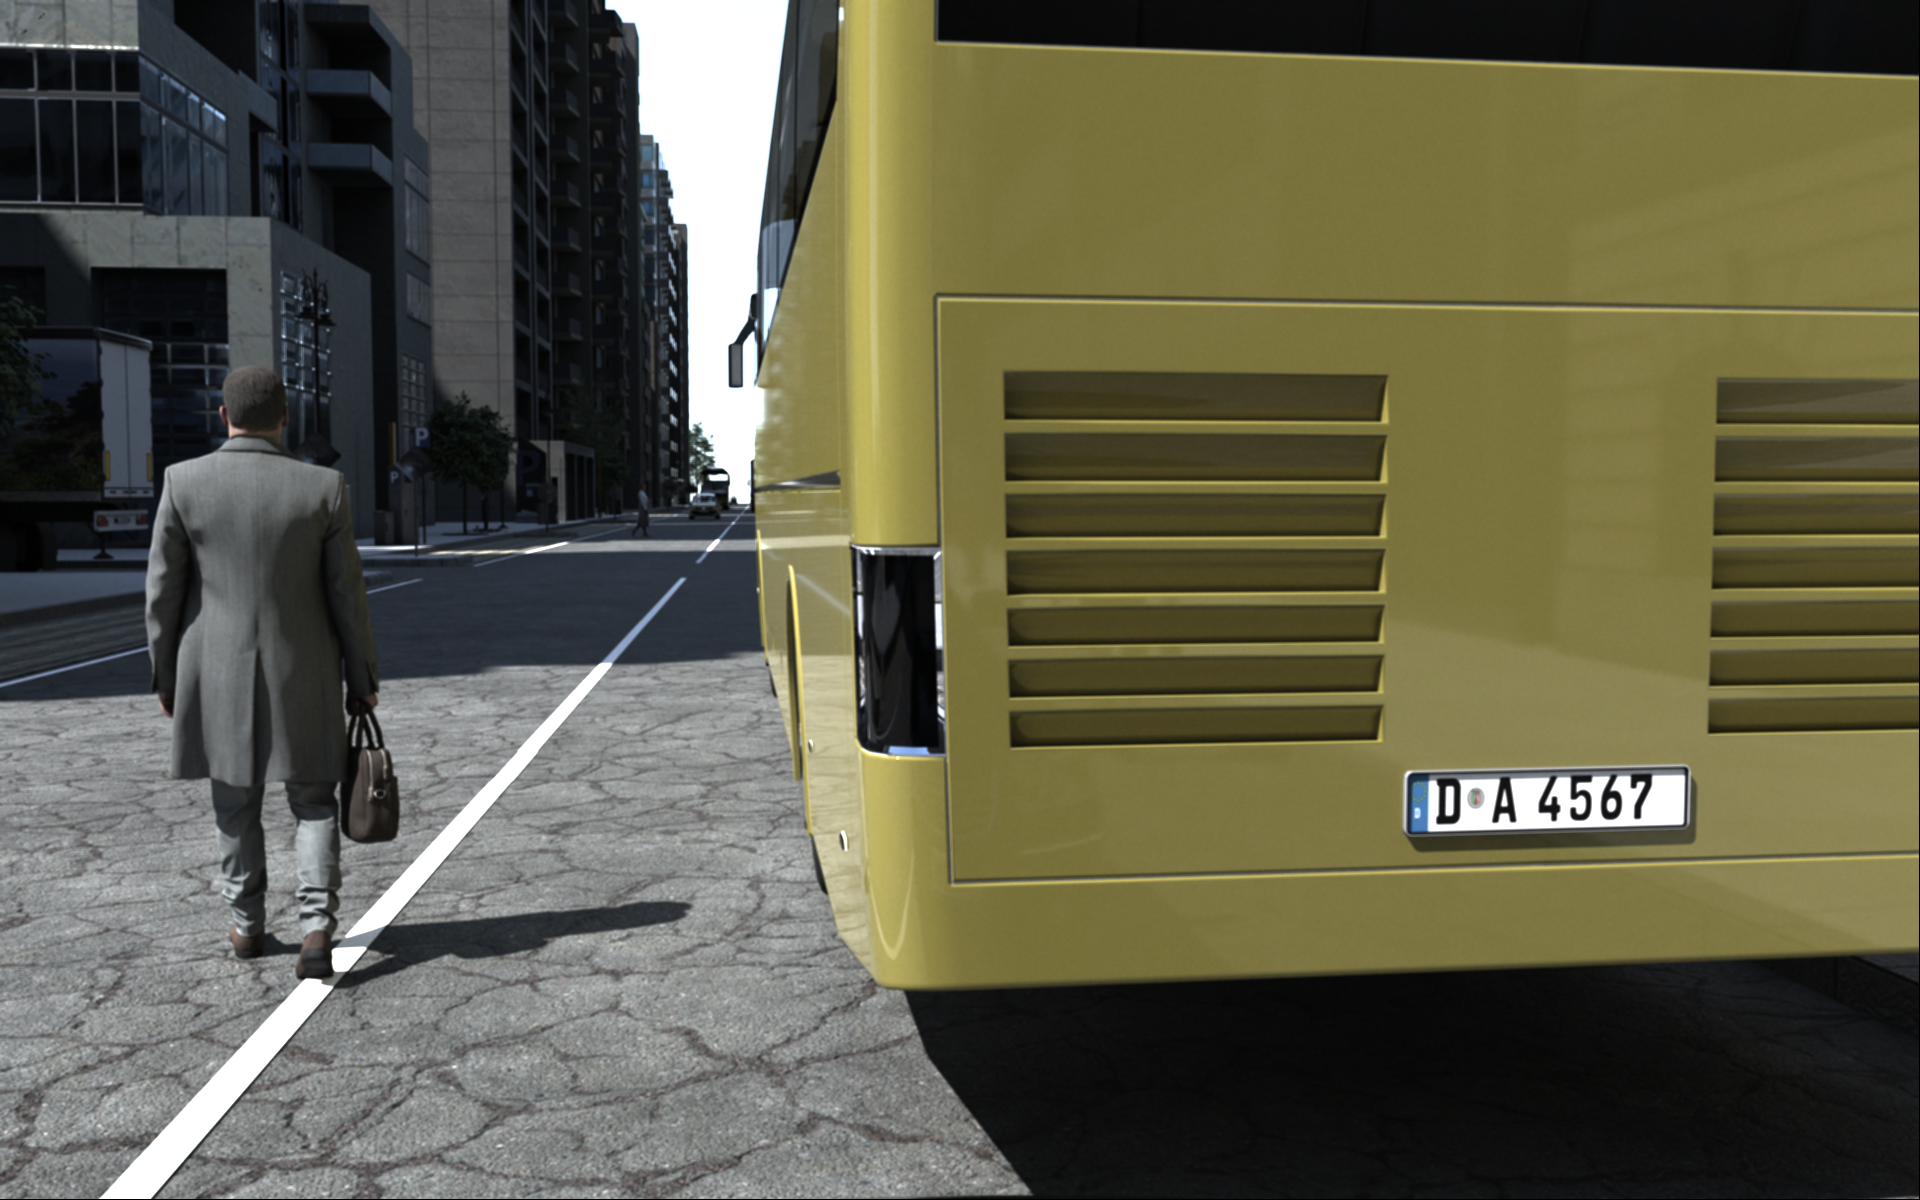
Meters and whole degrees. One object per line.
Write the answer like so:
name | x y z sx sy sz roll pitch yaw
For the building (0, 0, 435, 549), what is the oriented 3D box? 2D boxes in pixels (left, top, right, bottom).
building | -28.891 -45.228 52.142 22.319 86.520 31.000 0 4 -7

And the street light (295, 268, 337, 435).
street light | -13.172 -3.839 35.551 0.468 5.910 1.993 0 4 -7

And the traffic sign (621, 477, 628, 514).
traffic sign | -21.507 -6.727 110.092 0.768 2.556 0.104 0 4 -1

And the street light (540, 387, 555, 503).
street light | -17.780 -6.243 74.865 0.468 5.910 1.993 0 4 -7

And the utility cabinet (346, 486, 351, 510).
utility cabinet | -14.513 -1.919 40.051 0.318 1.500 1.173 1 4 10

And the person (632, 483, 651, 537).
person | -10.647 -2.999 57.756 0.641 1.798 0.478 0 4 7

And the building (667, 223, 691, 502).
building | -46.957 -34.851 253.405 14.154 41.232 14.086 0 4 -7

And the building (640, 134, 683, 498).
building | -49.426 -37.364 230.504 23.786 49.044 30.456 0 4 -7

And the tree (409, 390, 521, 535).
tree | -15.522 -4.320 54.342 4.285 4.588 4.351 0 3 0

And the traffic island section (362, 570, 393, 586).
traffic island section | -10.234 -0.321 27.537 2.009 0.180 2.903 0 4 -7

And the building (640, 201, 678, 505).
building | -49.814 -31.279 203.296 32.217 40.220 23.993 0 4 -7

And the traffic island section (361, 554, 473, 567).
traffic island section | -11.152 -0.807 35.469 2.009 0.180 2.903 0 4 -7

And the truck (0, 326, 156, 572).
truck | -20.079 -2.496 29.726 11.283 4.237 2.839 0 4 -5

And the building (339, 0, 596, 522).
building | -29.474 -39.649 86.509 20.563 71.187 20.611 0 4 -7

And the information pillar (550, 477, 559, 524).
information pillar | -17.208 -4.221 73.507 0.304 2.012 0.304 -1 4 -17

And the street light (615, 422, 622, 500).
street light | -22.026 -8.485 111.523 0.468 5.910 1.993 0 4 -7

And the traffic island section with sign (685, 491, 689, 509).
traffic island section with sign | -25.732 -9.337 161.281 1.989 1.847 2.006 0 4 -7

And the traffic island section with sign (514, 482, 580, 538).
traffic island section with sign | -13.746 -3.002 57.714 1.989 1.847 2.006 0 4 -7

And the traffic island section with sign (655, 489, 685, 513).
traffic island section with sign | -22.636 -7.699 134.503 1.989 1.847 2.006 0 4 -7

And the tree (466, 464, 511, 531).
tree | -16.469 -4.041 60.677 1.663 3.219 1.824 0 3 0

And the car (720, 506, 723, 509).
car | -24.190 -9.752 172.020 1.945 1.354 3.894 0 4 -5

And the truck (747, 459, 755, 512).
truck | -15.988 -9.404 142.667 2.839 4.237 11.283 -1 4 -8

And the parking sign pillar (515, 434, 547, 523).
parking sign pillar | -19.081 -5.420 77.085 1.447 3.967 1.447 1 4 10

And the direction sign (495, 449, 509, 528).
direction sign | -17.135 -4.455 64.833 0.379 3.537 0.876 1 4 17

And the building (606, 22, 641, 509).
building | -34.201 -28.221 145.013 14.154 41.232 14.086 0 4 -7

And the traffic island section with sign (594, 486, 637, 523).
traffic island section with sign | -16.891 -4.671 84.999 1.989 1.847 2.006 0 4 -7

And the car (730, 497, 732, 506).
car | -28.529 -12.267 209.363 1.959 1.807 4.718 0 4 -8

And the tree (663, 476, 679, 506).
tree | -31.437 -11.774 187.107 1.663 3.219 1.824 0 3 0

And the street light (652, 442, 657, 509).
street light | -26.528 -10.849 150.168 0.468 5.910 1.993 0 4 -7

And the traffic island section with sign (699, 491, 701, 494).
traffic island section with sign | -35.236 -14.350 243.250 1.989 1.847 2.006 0 4 -7

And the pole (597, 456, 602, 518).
pole | -19.276 -6.040 92.602 0.158 3.312 0.155 0 3 0

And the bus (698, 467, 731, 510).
bus | -22.619 -10.332 160.473 2.896 3.916 12.252 0 4 -7

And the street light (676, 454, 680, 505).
street light | -31.632 -13.551 194.346 0.468 5.910 1.993 0 4 -7

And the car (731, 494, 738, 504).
car | -31.975 -14.173 241.951 2.015 1.641 3.980 0 4 -6

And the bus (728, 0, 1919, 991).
bus | 0.250 -1.076 9.147 2.896 3.916 12.252 0 4 -8

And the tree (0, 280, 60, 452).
tree | -11.546 -2.126 18.480 4.285 4.588 4.351 0 3 0

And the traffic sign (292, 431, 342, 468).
traffic sign | -10.211 -1.458 27.478 0.795 2.450 0.064 0 4 -7

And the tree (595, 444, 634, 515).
tree | -21.797 -7.528 106.789 4.285 4.588 4.351 0 3 0

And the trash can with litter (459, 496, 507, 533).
trash can with litter | -16.084 -2.882 58.174 1.678 1.210 2.233 -1 4 -9

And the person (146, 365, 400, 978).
person | -2.074 0.205 5.244 0.694 1.812 0.767 -1 4 -19

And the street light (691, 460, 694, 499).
street light | -35.990 -15.916 233.007 0.468 5.910 1.993 0 4 -7

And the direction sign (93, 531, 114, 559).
direction sign | -16.934 -2.577 34.131 0.876 3.537 0.379 -3 4 -38

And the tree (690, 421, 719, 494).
tree | -40.910 -21.411 268.203 7.486 12.596 7.792 0 3 0

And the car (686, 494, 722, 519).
car | -14.614 -5.439 99.154 2.015 1.641 3.980 0 4 -6

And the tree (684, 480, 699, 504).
tree | -35.463 -14.183 226.485 1.663 3.219 1.824 0 3 0

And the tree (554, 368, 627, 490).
tree | -21.763 -9.297 102.366 4.737 8.622 4.395 0 3 0

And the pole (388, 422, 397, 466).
pole | -16.139 -3.392 49.306 0.158 3.312 0.155 0 3 0

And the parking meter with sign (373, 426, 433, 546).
parking meter with sign | -14.084 -2.904 43.738 0.543 3.016 1.738 1 4 21

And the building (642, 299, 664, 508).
building | -43.322 -19.652 166.342 27.650 21.520 28.899 0 4 -7

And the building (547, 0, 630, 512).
building | -35.509 -28.658 123.175 22.147 44.769 28.867 0 4 -7

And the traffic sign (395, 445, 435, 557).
traffic sign | -11.130 -1.943 35.410 0.795 2.450 0.064 0 4 -7
